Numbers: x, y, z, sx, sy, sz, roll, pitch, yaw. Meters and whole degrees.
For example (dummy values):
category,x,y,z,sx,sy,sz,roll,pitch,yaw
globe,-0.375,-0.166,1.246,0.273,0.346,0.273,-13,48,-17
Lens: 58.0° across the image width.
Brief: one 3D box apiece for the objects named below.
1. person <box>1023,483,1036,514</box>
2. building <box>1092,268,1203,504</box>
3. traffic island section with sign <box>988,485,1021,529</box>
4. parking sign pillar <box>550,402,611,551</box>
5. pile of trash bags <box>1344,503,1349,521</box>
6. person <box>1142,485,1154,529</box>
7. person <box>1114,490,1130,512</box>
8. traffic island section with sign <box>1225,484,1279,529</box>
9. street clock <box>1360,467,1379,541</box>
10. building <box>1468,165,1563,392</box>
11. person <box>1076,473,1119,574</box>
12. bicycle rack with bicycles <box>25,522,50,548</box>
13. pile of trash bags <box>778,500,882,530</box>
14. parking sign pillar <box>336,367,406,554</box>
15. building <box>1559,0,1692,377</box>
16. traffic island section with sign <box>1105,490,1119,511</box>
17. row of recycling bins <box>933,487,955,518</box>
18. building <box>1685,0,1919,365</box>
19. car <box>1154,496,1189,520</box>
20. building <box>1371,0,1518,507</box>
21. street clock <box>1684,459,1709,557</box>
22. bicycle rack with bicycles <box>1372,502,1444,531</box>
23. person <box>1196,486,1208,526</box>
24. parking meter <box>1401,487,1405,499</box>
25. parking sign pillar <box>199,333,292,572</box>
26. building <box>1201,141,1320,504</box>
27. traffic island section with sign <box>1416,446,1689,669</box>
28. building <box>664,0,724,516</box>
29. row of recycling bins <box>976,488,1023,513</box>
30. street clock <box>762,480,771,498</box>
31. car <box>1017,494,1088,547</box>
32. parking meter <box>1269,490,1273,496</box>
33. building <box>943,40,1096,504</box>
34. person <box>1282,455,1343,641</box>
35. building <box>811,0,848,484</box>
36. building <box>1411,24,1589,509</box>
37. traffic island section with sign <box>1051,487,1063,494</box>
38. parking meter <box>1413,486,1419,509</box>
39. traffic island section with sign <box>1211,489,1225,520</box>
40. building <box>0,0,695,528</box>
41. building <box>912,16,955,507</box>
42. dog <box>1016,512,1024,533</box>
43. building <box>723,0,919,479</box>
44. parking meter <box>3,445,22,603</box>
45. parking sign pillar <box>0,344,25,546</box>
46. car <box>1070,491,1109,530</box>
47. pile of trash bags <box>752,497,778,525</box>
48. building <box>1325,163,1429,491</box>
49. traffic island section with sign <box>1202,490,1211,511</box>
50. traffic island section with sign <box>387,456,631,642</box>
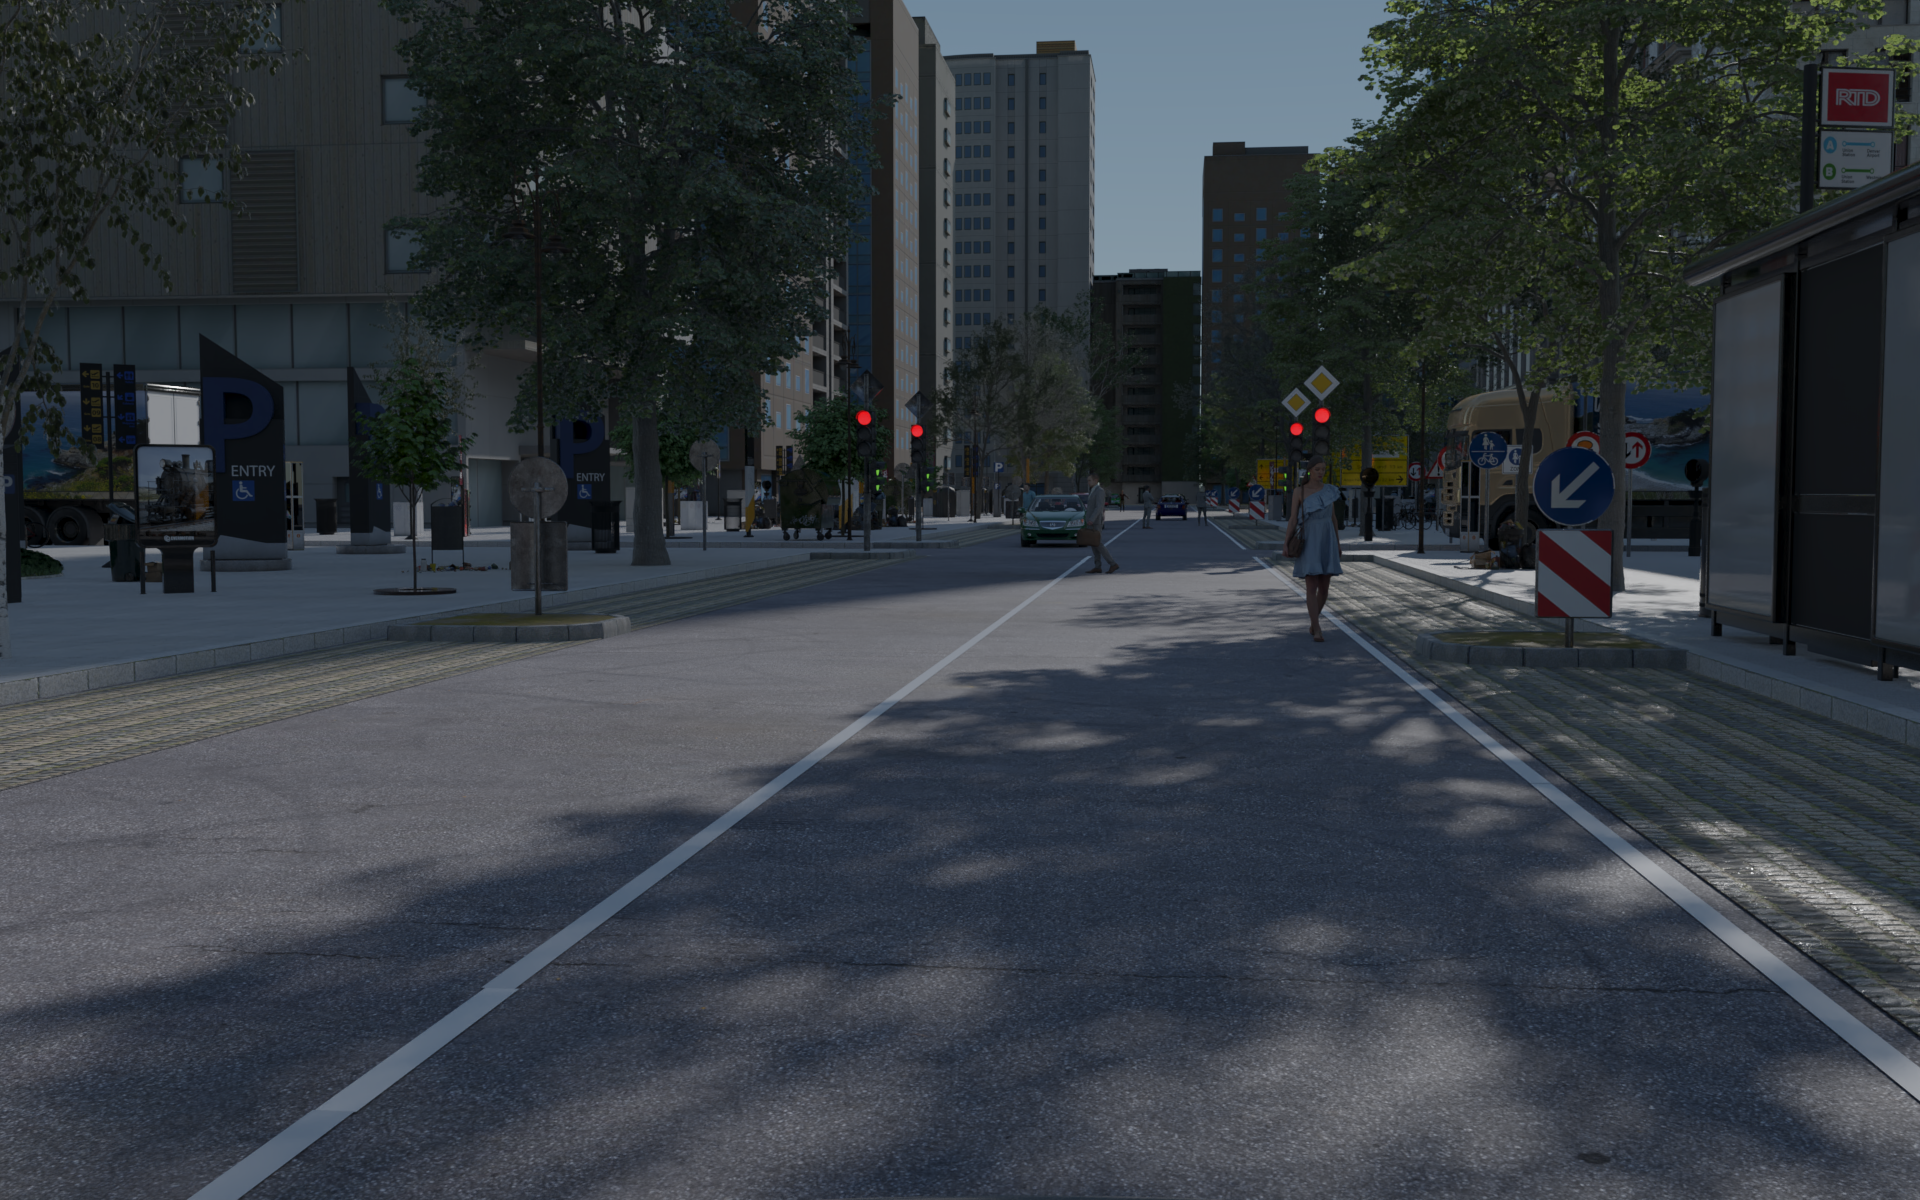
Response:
category,x,y,z,sx,sy,sz,roll,pitch,yaw
person,2.466,-3.158,60.156,0.660,1.820,0.620,3,5,39
building,24.257,-27.732,225.113,14.107,30.474,14.160,0,4,7
traffic island section with sign,2.224,-3.843,71.466,1.989,1.847,2.006,0,4,7
parking sign pillar,-8.733,-3.142,39.841,1.447,3.967,1.447,-2,4,-35
pile of trash bags,18.305,-4.557,84.257,3.447,1.369,1.912,-2,4,-30
person,7.820,-3.860,71.794,0.466,1.800,0.511,-3,5,-44
person,12.890,-7.873,137.739,1.217,1.766,0.721,1,4,16
traffic island section with sign,11.972,-3.795,70.681,1.989,1.847,2.006,0,4,7
street clock,11.111,-2.599,47.057,0.471,2.002,0.358,0,4,-2
building,39.613,-16.141,105.712,13.314,21.916,24.055,0,4,7
person,2.444,-1.387,31.304,0.853,1.813,0.709,-1,4,-15
bicycle rack with bicycles,-22.686,-1.604,39.611,2.925,0.926,2.852,-1,4,-16
pile of trash bags,-4.464,-3.215,62.321,3.447,1.369,1.912,2,4,27
parking sign pillar,-12.741,-2.991,37.370,1.447,3.967,1.447,0,4,2
building,37.065,-17.991,81.537,14.401,28.519,23.554,0,4,7
traffic island section with sign,15.070,-10.174,174.974,1.989,1.847,2.006,0,4,7
row of recycling bins,-0.855,-5.430,95.896,1.069,1.692,3.534,-1,4,-8
building,35.867,-12.612,60.950,16.860,20.320,10.420,0,4,7
car,11.678,-5.080,95.637,1.945,1.354,3.894,0,4,7
building,51.748,-51.908,161.372,22.319,86.520,31.000,0,4,7
street clock,15.136,-1.898,35.605,0.358,2.002,0.471,-1,4,-21
bicycle rack with bicycles,15.810,-2.978,62.080,2.852,0.926,2.925,-1,4,-21
person,10.811,-4.209,77.495,0.537,1.800,0.526,3,4,37
parking meter,27.008,-6.131,105.949,0.399,1.863,0.255,2,4,32
parking sign pillar,-12.054,-2.487,29.130,1.447,3.967,1.447,-1,4,-17
building,38.282,-35.024,222.749,14.200,45.320,14.600,0,4,7
traffic island section with sign,5.085,-0.400,15.172,1.989,1.847,2.006,0,4,7
building,-17.260,-27.827,105.088,14.600,45.320,14.200,0,4,7
row of recycling bins,2.766,-6.771,117.824,3.534,1.692,1.069,-1,4,-15
street clock,-10.198,-5.309,91.380,0.471,2.002,0.358,-3,5,-42
car,2.707,-2.229,48.242,2.131,1.459,4.920,0,4,6
parking meter,19.097,-6.155,106.343,0.255,1.863,0.399,1,4,9
building,3.661,-42.086,230.106,28.212,58.520,21.231,0,4,7
person,3.469,-0.519,17.077,0.616,1.811,0.778,0,4,2
building,-17.468,-42.575,134.357,20.563,71.187,20.611,0,4,7
building,52.404,-27.065,134.391,32.217,40.220,23.993,0,4,7
traffic island section with sign,5.552,-5.485,98.308,1.989,1.847,2.006,0,4,7
parking meter,31.320,-6.928,118.978,0.399,1.863,0.255,2,4,29
traffic island section with sign,15.306,-5.440,97.573,1.989,1.847,2.006,0,4,7
building,-27.822,-29.794,76.375,28.713,52.752,27.495,0,4,7
building,-12.231,-33.734,175.245,21.600,48.544,21.300,0,4,7
dog,2.489,-2.880,63.922,0.513,0.831,0.800,-3,4,-36
building,-11.486,-30.691,151.913,14.600,45.320,14.200,0,4,7
parking meter,-11.276,-0.893,20.313,0.255,1.863,0.399,1,4,20
parking sign pillar,-17.271,-2.571,30.502,1.447,3.967,1.447,-3,4,-36
car,4.963,-3.751,70.370,2.155,1.783,4.494,0,4,6
pile of trash bags,-7.269,-3.866,72.969,1.912,1.369,3.447,2,4,27
building,60.126,-34.821,223.942,28.867,44.769,22.147,0,4,7
traffic island section with sign,21.411,-8.452,146.825,1.989,1.847,2.006,0,4,7
traffic island section with sign,-4.456,-0.549,17.597,1.989,1.847,2.006,0,4,7
